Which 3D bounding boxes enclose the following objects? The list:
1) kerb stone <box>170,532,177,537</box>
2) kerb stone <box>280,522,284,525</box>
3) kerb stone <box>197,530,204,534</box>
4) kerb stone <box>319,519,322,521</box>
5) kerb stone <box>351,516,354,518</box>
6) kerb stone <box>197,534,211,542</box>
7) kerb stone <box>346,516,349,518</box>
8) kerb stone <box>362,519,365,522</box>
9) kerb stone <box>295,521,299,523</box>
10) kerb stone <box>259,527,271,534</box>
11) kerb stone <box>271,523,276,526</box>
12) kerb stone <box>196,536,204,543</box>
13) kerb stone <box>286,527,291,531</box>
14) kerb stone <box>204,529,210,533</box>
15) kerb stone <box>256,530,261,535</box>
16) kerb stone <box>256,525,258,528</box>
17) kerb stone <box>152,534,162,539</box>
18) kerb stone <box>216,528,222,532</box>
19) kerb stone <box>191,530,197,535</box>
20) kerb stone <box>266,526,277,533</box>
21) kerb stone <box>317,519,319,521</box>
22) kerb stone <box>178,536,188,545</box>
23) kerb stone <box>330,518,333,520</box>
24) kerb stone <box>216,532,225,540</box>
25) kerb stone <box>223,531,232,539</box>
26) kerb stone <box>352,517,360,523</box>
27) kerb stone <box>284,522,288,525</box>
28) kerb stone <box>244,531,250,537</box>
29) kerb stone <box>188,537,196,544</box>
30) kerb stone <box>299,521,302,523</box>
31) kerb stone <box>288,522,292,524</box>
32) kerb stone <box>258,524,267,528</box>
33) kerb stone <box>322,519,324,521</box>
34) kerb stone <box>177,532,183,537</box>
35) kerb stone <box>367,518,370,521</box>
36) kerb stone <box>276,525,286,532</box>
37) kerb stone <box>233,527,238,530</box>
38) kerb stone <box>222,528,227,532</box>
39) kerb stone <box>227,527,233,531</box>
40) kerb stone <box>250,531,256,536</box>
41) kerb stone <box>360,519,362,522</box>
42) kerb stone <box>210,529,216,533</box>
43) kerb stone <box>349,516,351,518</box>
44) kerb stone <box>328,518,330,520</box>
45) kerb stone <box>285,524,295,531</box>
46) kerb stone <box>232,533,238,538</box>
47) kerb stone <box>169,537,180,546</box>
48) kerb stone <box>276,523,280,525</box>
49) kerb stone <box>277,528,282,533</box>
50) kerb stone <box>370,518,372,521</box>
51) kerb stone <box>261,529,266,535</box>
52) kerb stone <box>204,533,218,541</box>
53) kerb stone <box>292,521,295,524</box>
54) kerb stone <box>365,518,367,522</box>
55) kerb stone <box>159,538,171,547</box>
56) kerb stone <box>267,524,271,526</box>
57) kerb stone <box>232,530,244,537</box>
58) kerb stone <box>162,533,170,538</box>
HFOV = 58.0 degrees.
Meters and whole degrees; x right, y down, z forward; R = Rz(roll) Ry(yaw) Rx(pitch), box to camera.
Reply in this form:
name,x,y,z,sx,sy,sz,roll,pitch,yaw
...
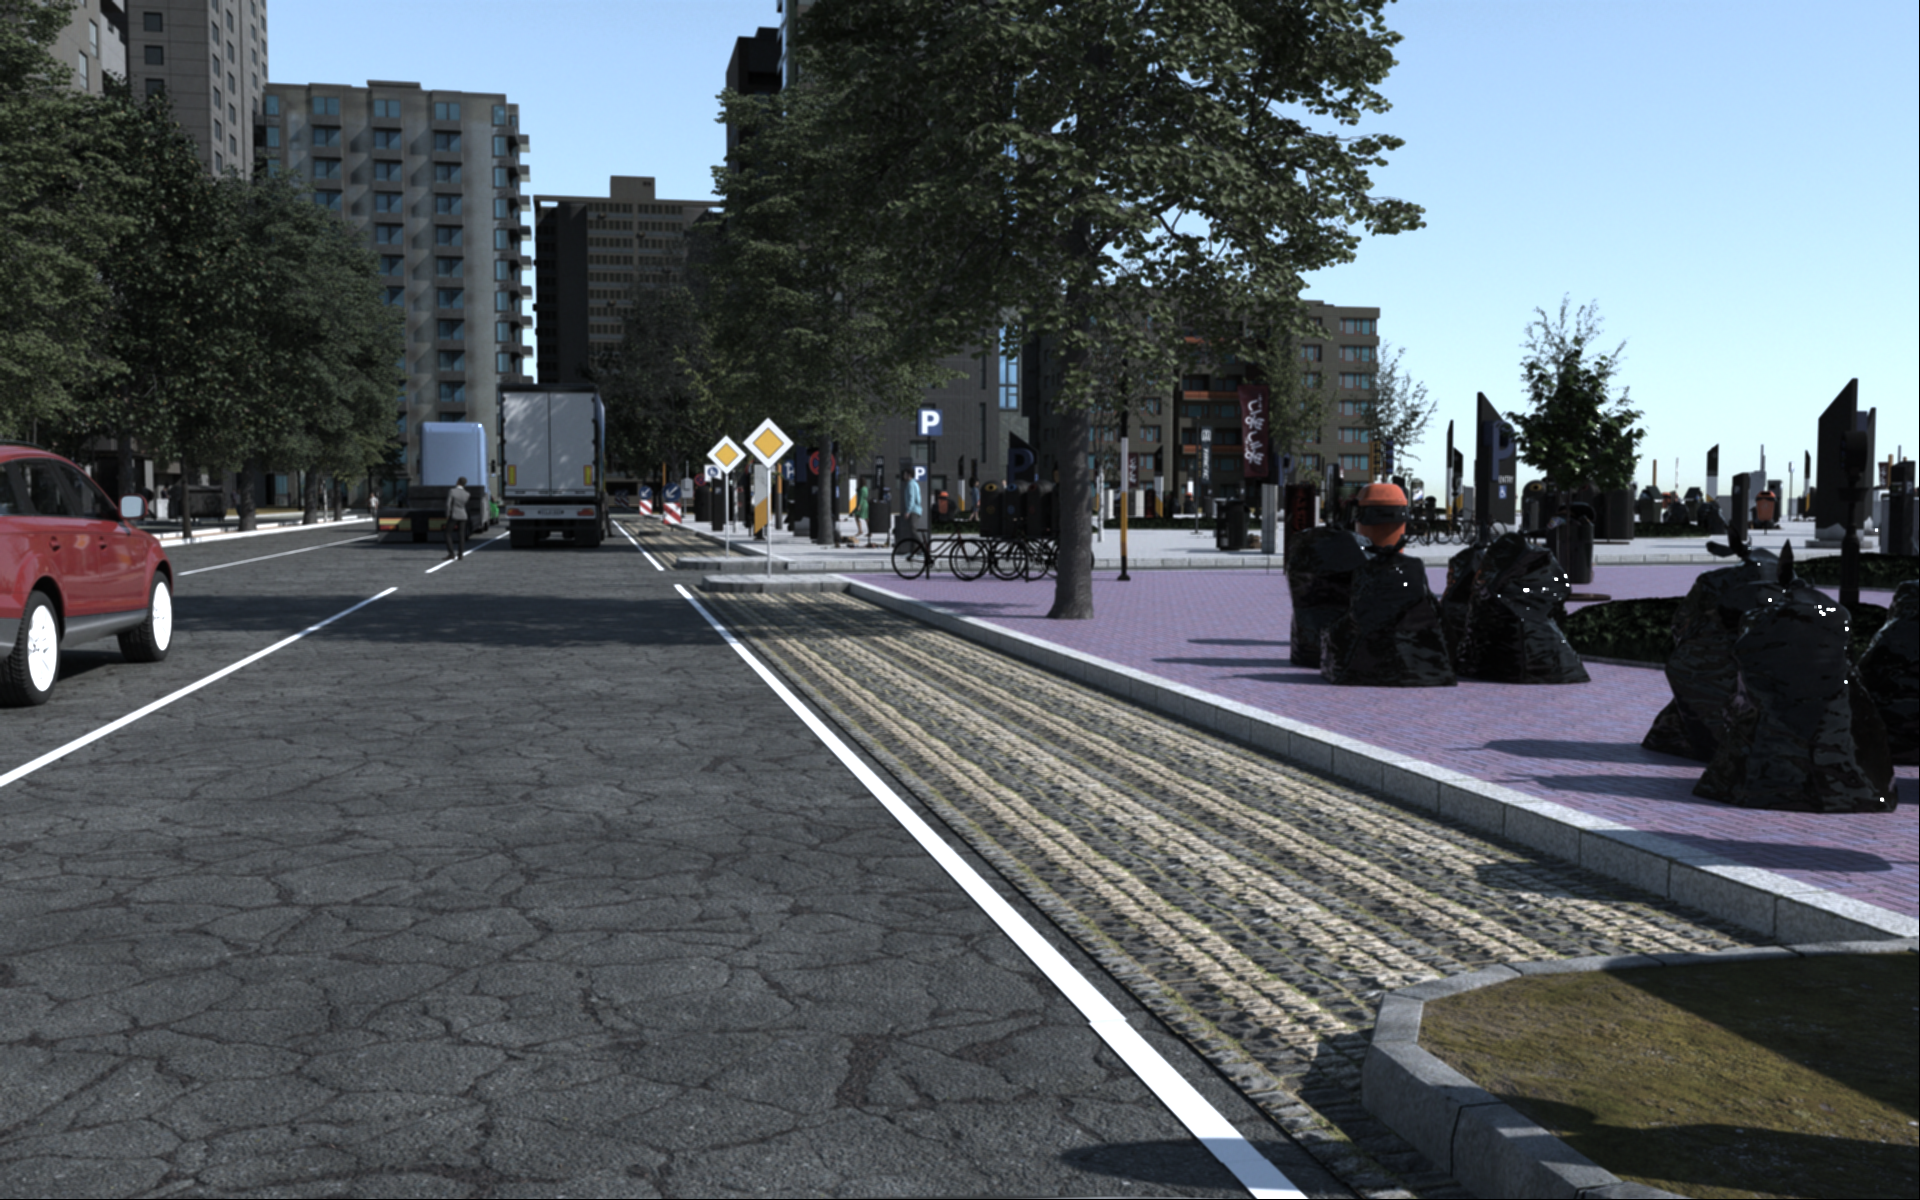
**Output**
name,x,y,z,sx,sy,sz,roll,pitch,yaw
kerb stone,-25.954,-2.117,56.818,0.120,0.150,1.000,-1,4,-12
kerb stone,-30.279,-3.344,76.863,0.120,0.150,1.000,-1,4,-12
kerb stone,-26.820,-2.362,60.815,0.120,0.150,1.000,-1,4,-12
kerb stone,-32.659,-4.016,87.875,0.120,0.150,1.000,-1,4,-12
kerb stone,-35.249,-4.752,99.893,0.120,0.150,1.000,-1,4,-12
kerb stone,-22.816,-1.834,52.187,0.120,0.150,1.000,-1,4,-12
kerb stone,-34.808,-4.628,97.891,0.120,0.150,1.000,-1,4,-12
kerb stone,-30.597,-4.043,88.300,0.120,0.150,1.000,-1,4,-12
kerb stone,-31.142,-3.585,80.864,0.120,0.150,1.000,-1,4,-12
kerb stone,-24.982,-2.448,62.224,0.120,0.150,1.000,-1,4,-12
kerb stone,-29.844,-3.217,74.865,0.120,0.150,1.000,-1,4,-12
kerb stone,-22.596,-1.770,51.189,0.120,0.150,1.000,-1,4,-12
kerb stone,-25.843,-2.692,66.226,0.120,0.150,1.000,-1,4,-12
kerb stone,-27.037,-2.424,61.823,0.120,0.150,1.000,-1,4,-12
kerb stone,-24.540,-2.325,60.217,0.120,0.150,1.000,-1,4,-12
kerb stone,-28.984,-2.976,70.849,0.120,0.150,1.000,-1,4,-12
kerb stone,-25.527,-1.995,54.814,0.120,0.150,1.000,-1,4,-12
kerb stone,-27.477,-2.546,63.828,0.120,0.150,1.000,-1,4,-12
kerb stone,-26.607,-2.301,59.815,0.120,0.150,1.000,-1,4,-12
kerb stone,-25.193,-2.509,63.225,0.120,0.150,1.000,-1,4,-12
kerb stone,-32.438,-3.956,86.875,0.120,0.150,1.000,-1,4,-12
kerb stone,-22.162,-1.651,49.184,0.120,0.150,1.000,-1,4,-12
kerb stone,-33.523,-4.262,91.874,0.120,0.150,1.000,-1,4,-12
kerb stone,-23.248,-1.954,54.194,0.120,0.150,1.000,-1,4,-12
kerb stone,-23.458,-2.017,55.196,0.120,0.150,1.000,-1,4,-12
kerb stone,-30.170,-3.920,86.292,0.120,0.150,1.000,-1,4,-12
kerb stone,-30.493,-3.405,77.866,0.120,0.150,1.000,-1,4,-12
kerb stone,-24.118,-2.200,58.202,0.120,0.150,1.000,-1,4,-12
kerb stone,-22.388,-1.712,50.188,0.120,0.150,1.000,-1,4,-12
kerb stone,-31.354,-3.649,81.864,0.120,0.150,1.000,-1,4,-12
kerb stone,-30.704,-3.466,78.866,0.120,0.150,1.000,-1,4,-12
kerb stone,-29.420,-3.098,72.847,0.120,0.150,1.000,-1,4,-12
kerb stone,-32.868,-4.078,88.876,0.120,0.150,1.000,-1,4,-12
kerb stone,-26.177,-2.179,57.816,0.120,0.150,1.000,-1,4,-12
kerb stone,-31.030,-4.166,90.316,0.120,0.150,1.000,-1,4,-12
kerb stone,-25.625,-2.631,65.227,0.120,0.150,1.000,-1,4,-12
kerb stone,-28.112,-2.730,66.839,0.120,0.150,1.000,-1,4,-12
kerb stone,-27.688,-2.607,64.829,0.120,0.150,1.000,-1,4,-12
kerb stone,-27.901,-2.669,65.832,0.120,0.150,1.000,-1,4,-12
kerb stone,-24.320,-2.264,59.210,0.120,0.150,1.000,-1,4,-12
kerb stone,-30.381,-3.982,87.298,0.120,0.150,1.000,-1,4,-12
kerb stone,-27.258,-2.484,62.826,0.120,0.150,1.000,-1,4,-12
kerb stone,-35.037,-4.691,98.888,0.120,0.150,1.000,-1,4,-12
kerb stone,-33.303,-4.201,90.874,0.120,0.150,1.000,-1,4,-12
kerb stone,-26.056,-2.755,67.232,0.120,0.150,1.000,-1,4,-12
kerb stone,-23.669,-2.080,56.199,0.120,0.150,1.000,-1,4,-12
kerb stone,-21.950,-1.590,48.184,0.120,0.150,1.000,-1,4,-12
kerb stone,-30.069,-3.279,75.863,0.120,0.150,1.000,-1,4,-12
kerb stone,-25.405,-2.570,64.229,0.120,0.150,1.000,-1,4,-12
kerb stone,-31.247,-4.222,91.326,0.120,0.150,1.000,-1,4,-12
kerb stone,-24.760,-2.387,61.219,0.120,0.150,1.000,-1,4,-12
kerb stone,-23.035,-1.895,53.186,0.120,0.150,1.000,-1,4,-12
kerb stone,-30.928,-3.527,79.864,0.120,0.150,1.000,-1,4,-12
kerb stone,-30.817,-4.105,89.310,0.120,0.150,1.000,-1,4,-12
kerb stone,-21.740,-1.528,47.183,0.120,0.150,1.000,-1,4,-12
kerb stone,-29.630,-3.160,73.857,0.120,0.150,1.000,-1,4,-12
kerb stone,-23.886,-2.139,57.203,0.120,0.150,1.000,-1,4,-12
kerb stone,-25.741,-2.056,55.817,0.120,0.150,1.000,-1,4,-12
